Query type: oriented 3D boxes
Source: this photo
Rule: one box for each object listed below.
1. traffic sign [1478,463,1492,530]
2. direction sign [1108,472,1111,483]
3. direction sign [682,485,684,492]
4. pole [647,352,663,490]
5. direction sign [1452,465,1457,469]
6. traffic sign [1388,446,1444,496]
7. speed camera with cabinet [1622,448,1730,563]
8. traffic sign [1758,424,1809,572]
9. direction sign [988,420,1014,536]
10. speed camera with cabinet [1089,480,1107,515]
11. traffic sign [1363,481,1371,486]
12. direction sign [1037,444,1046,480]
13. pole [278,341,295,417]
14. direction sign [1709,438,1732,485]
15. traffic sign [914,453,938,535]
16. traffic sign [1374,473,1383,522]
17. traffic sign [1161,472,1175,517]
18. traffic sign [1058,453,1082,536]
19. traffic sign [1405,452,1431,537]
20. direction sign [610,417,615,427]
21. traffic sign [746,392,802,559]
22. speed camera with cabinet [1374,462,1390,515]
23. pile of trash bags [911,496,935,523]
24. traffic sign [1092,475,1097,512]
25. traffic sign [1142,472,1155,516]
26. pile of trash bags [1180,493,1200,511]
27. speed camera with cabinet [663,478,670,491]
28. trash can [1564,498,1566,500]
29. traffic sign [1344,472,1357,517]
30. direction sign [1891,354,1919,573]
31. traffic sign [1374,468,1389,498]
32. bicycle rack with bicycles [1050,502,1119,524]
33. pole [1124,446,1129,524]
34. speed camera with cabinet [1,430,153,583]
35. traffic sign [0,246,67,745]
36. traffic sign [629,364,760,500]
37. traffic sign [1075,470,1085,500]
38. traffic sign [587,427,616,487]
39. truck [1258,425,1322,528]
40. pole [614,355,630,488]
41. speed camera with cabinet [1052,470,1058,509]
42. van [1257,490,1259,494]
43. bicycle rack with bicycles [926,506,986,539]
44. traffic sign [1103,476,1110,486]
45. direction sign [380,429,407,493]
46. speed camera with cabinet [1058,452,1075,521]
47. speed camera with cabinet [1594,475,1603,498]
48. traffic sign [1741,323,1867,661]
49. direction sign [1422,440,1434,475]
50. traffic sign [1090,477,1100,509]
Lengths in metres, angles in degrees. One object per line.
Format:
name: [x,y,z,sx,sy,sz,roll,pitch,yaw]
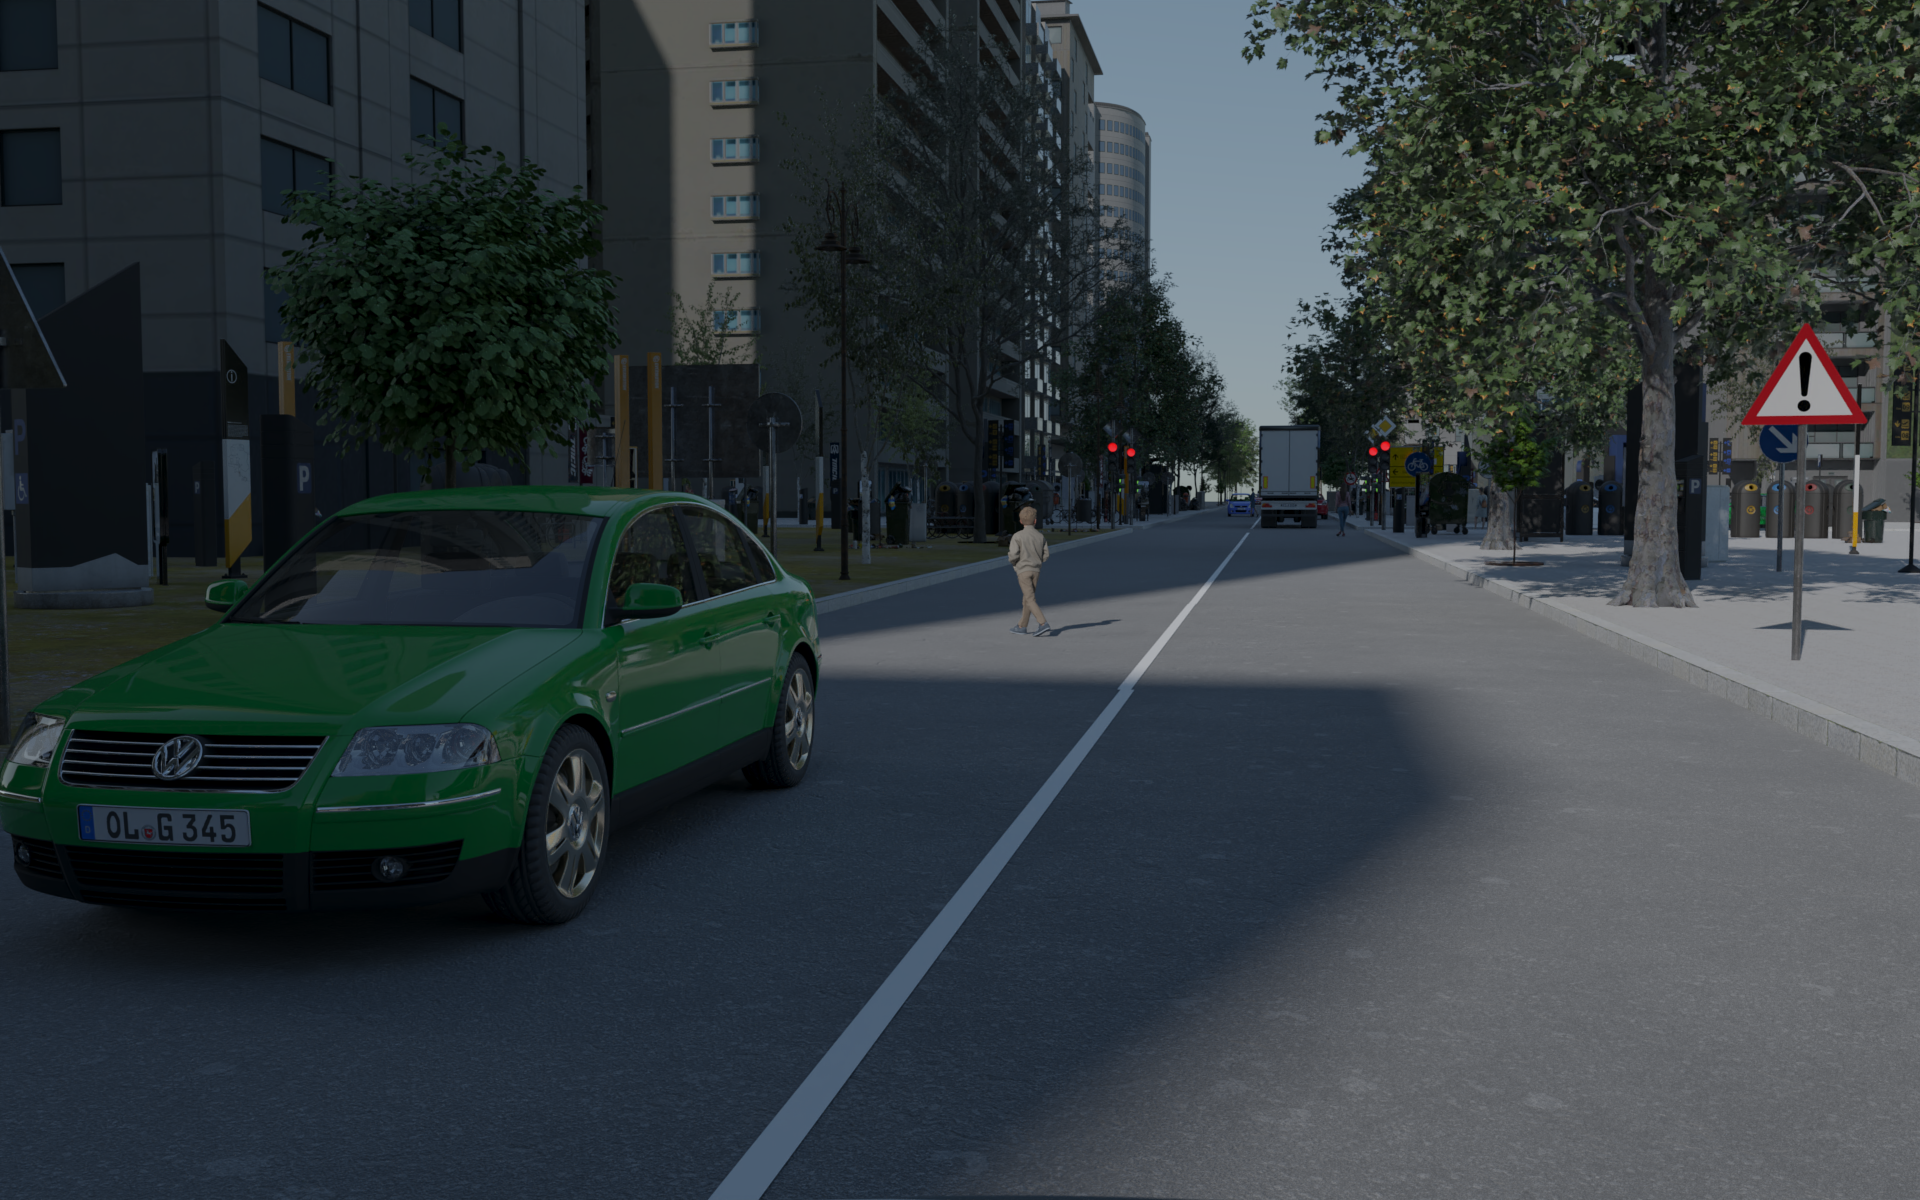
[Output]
traffic sign: [17.810,-3.559,58.303,0.768,2.556,0.104,1,4,16]
direction sign: [10.784,-7.996,122.729,0.379,3.537,0.876,-2,4,-34]
direction sign: [-10.311,-4.425,64.350,0.876,3.537,0.379,-2,4,-32]
pole: [-4.404,-1.908,25.044,0.158,3.312,0.155,0,3,0]
direction sign: [38.028,-8.640,133.268,0.876,3.537,0.379,1,4,12]
traffic sign: [19.314,-4.861,73.346,2.265,3.308,0.079,1,4,17]
speed camera with cabinet: [13.385,-2.325,32.347,2.038,3.252,0.660,-1,4,-20]
traffic sign: [13.540,-1.740,28.552,0.768,2.556,0.104,1,4,11]
direction sign: [1.254,-3.725,52.904,0.876,3.537,0.379,2,4,27]
speed camera with cabinet: [8.543,-6.918,107.444,0.660,3.252,2.038,1,4,21]
traffic sign: [27.270,-7.075,115.674,0.884,2.594,0.081,1,4,12]
direction sign: [3.714,-5.320,78.981,0.379,3.537,0.876,2,4,26]
pole: [-9.030,-1.801,23.294,0.158,3.312,0.155,0,3,0]
direction sign: [30.613,-4.758,69.794,0.876,3.537,0.379,0,4,3]
traffic sign: [-1.058,-3.270,53.570,0.768,2.556,0.104,1,4,12]
traffic sign: [19.495,-4.862,80.675,0.795,2.450,0.064,1,4,16]
traffic sign: [11.784,-6.005,98.283,0.768,2.556,0.104,1,4,13]
traffic sign: [3.385,-3.263,53.456,0.768,2.556,0.104,1,4,13]
traffic sign: [13.775,-3.184,52.169,0.768,2.556,0.104,1,4,14]
direction sign: [-9.803,-3.601,50.872,0.876,3.537,0.379,-1,4,-21]
traffic sign: [-2.341,-1.321,21.704,0.768,2.556,0.104,1,4,19]
speed camera with cabinet: [26.268,-6.869,106.643,0.660,3.252,2.038,-2,4,-27]
pile of trash bags: [-1.711,-4.074,76.368,1.912,1.369,3.447,-3,5,-41]
traffic sign: [8.344,-6.463,105.779,0.768,2.556,0.104,1,4,18]
traffic sign: [10.931,-6.138,100.458,0.768,2.556,0.104,1,4,20]
pile of trash bags: [17.850,-7.742,136.326,1.912,1.369,3.447,0,4,3]
speed camera with cabinet: [-24.282,-9.320,146.712,2.038,3.252,0.660,-3,5,-45]
trash can: [38.094,-6.051,110.592,0.748,1.137,0.748,0,3,0]
traffic sign: [22.262,-6.032,98.724,0.768,2.556,0.104,1,4,15]
direction sign: [15.525,-2.213,28.177,0.876,3.537,0.379,-1,4,-13]
traffic sign: [19.055,-4.804,78.550,0.884,2.594,0.081,1,4,13]
bicycle rack with bicycles: [5.297,-3.789,75.327,2.925,0.926,2.852,1,4,18]
pole: [7.059,-4.871,73.476,0.158,3.312,0.155,0,3,0]
speed camera with cabinet: [-13.123,-1.913,25.606,0.660,3.252,2.038,3,5,43]
traffic sign: [-4.899,-0.538,8.803,0.884,2.594,0.081,1,4,19]
traffic sign: [-4.224,-2.046,27.320,2.265,3.308,0.079,1,4,15]
traffic sign: [5.654,-5.113,83.706,0.768,2.556,0.104,1,4,12]
traffic sign: [-5.394,-1.481,26.345,0.606,2.300,0.079,1,4,15]
truck: [14.488,-5.331,76.070,2.839,4.237,11.283,1,4,11]
pole: [-4.969,-1.937,25.510,0.158,3.312,0.155,0,3,0]
speed camera with cabinet: [7.093,-8.885,139.603,2.038,3.252,0.660,-1,4,-21]
van: [48.458,-16.690,277.270,2.240,2.365,5.245,1,4,10]
bicycle rack with bicycles: [-0.573,-2.221,49.699,2.925,0.926,2.852,-1,4,-15]
traffic sign: [9.322,-6.772,111.912,0.795,2.450,0.064,1,4,11]
direction sign: [-9.884,-2.343,30.297,0.379,3.537,0.876,1,4,13]
speed camera with cabinet: [5.119,-5.360,81.968,0.660,3.252,2.038,0,4,5]
speed camera with cabinet: [30.682,-5.504,84.322,0.660,3.252,2.038,-3,4,-37]
traffic sign: [6.451,-0.813,13.294,0.884,2.594,0.081,1,4,14]
direction sign: [19.418,-4.888,71.922,0.379,3.537,0.876,-1,4,-17]
traffic sign: [8.117,-6.228,103.952,0.606,2.300,0.079,1,4,18]
